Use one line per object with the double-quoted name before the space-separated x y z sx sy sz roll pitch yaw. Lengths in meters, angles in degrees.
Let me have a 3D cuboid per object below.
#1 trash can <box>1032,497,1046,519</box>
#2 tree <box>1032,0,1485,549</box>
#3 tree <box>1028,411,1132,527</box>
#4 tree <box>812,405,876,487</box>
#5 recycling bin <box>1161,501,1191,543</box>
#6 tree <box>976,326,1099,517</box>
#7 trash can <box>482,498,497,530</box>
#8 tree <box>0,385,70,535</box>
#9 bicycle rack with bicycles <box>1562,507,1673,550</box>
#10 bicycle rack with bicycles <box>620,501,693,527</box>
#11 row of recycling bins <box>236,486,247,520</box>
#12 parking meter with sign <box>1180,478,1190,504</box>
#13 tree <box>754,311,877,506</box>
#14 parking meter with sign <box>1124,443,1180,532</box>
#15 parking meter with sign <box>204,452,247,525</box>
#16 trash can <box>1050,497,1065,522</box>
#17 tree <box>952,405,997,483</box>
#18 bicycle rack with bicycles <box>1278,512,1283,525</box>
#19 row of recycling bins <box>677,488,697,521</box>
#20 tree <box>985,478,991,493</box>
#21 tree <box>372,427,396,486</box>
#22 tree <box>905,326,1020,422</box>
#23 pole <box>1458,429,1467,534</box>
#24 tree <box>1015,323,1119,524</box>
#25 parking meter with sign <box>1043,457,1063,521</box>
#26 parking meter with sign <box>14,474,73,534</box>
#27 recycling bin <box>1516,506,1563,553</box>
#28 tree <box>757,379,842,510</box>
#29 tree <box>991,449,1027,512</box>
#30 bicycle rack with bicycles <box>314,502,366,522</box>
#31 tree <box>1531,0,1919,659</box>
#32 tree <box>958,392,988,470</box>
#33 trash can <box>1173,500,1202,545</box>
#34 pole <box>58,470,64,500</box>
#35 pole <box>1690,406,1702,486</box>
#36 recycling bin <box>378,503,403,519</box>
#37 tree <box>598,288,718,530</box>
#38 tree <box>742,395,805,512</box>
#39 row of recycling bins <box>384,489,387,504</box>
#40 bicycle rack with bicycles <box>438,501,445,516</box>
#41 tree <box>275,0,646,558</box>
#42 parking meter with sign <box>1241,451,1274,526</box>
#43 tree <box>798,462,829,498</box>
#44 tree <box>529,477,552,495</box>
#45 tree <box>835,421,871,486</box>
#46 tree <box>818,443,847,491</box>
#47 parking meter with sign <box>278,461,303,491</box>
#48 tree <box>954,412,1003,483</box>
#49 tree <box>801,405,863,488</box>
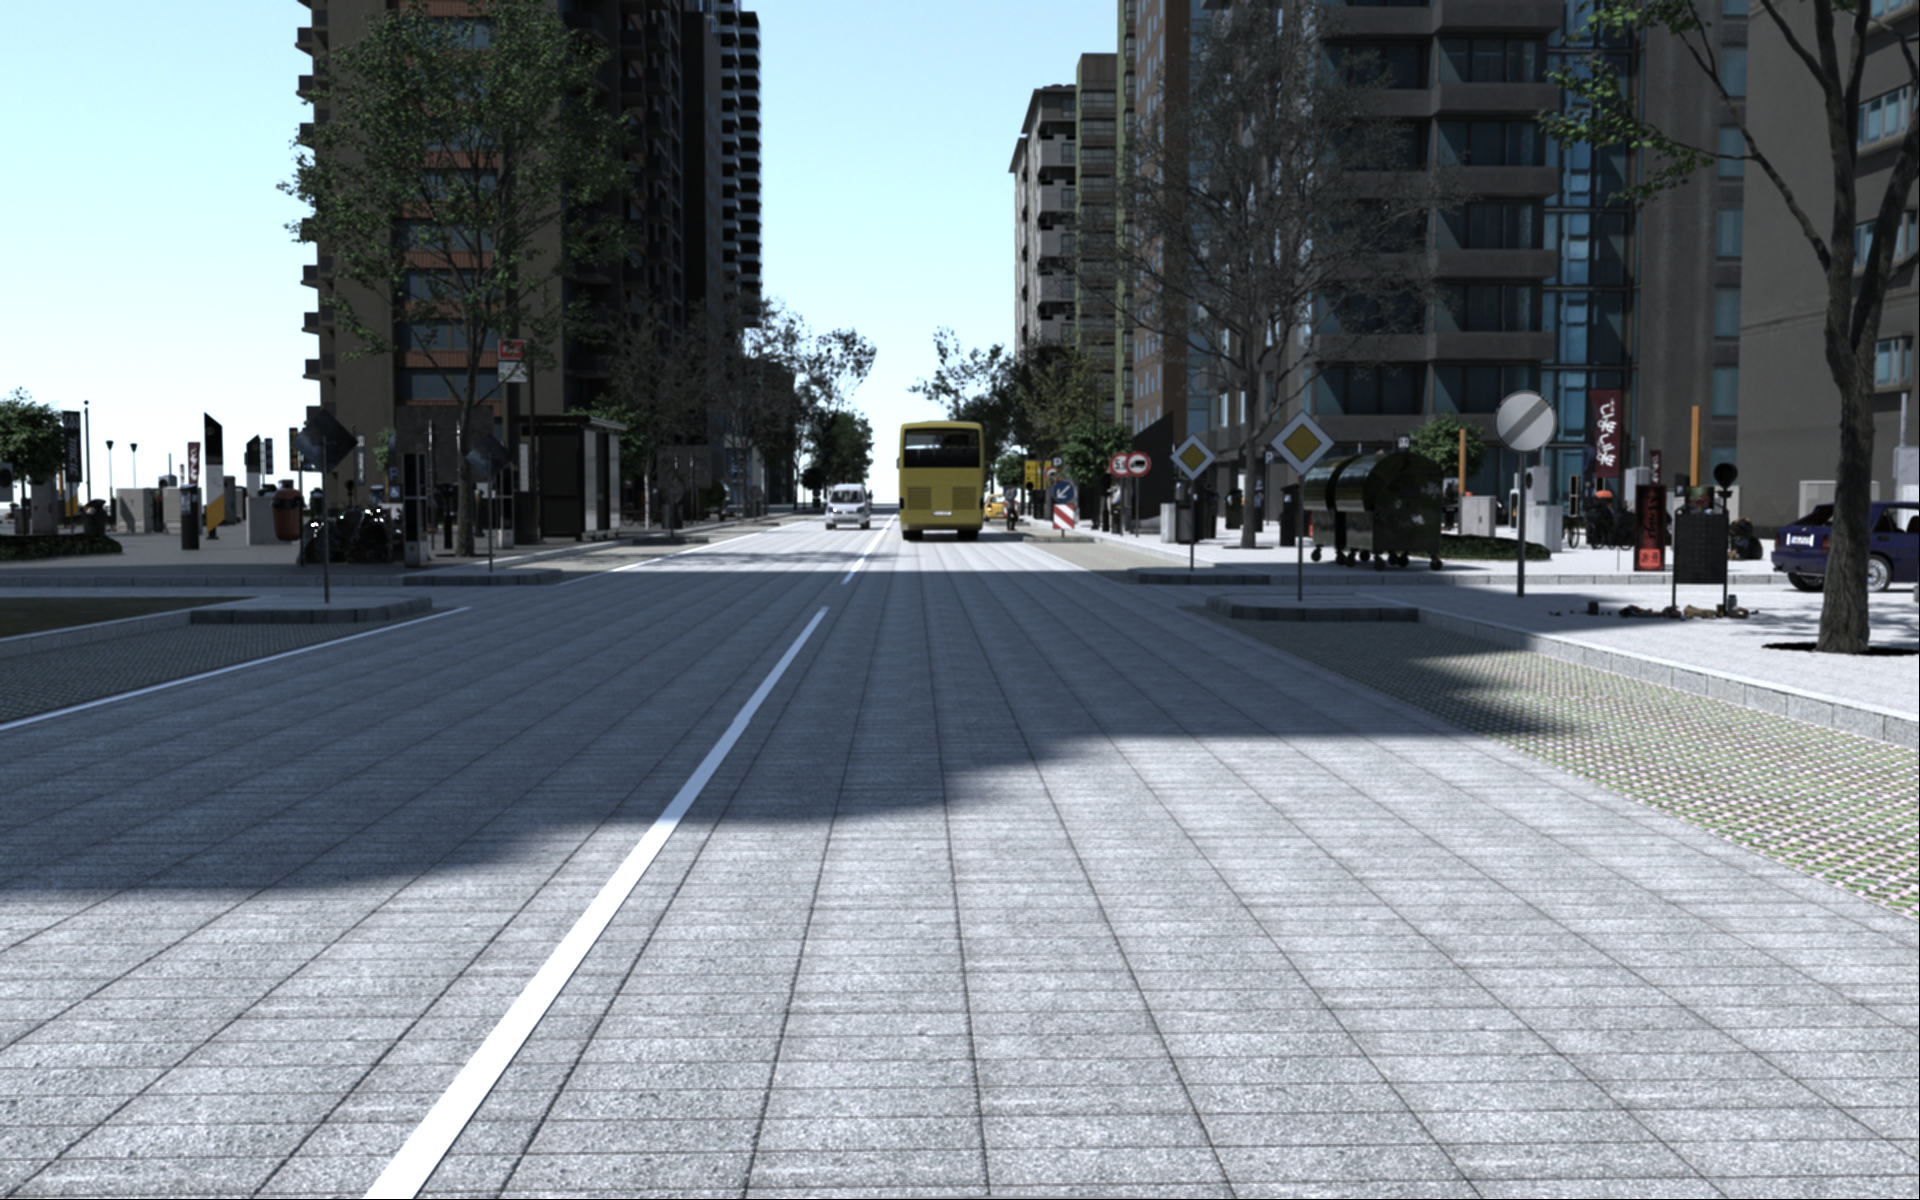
"trash can" 4.019 -4.664 87.906 0.748 1.137 0.748 0 3 0
"tree" 6.921 -7.945 40.270 12.009 13.543 11.850 0 3 0
"tree" 5.474 -5.177 68.356 4.285 4.588 4.351 0 3 0
"tree" -16.883 -20.940 249.030 9.857 13.997 8.962 0 3 0
"recycling bin" 5.694 -2.014 45.478 0.722 1.027 0.722 0 4 -7
"tree" 4.392 -9.958 97.233 8.767 10.594 7.601 3 4 36
"trash can" -17.042 -3.122 62.702 0.748 1.137 0.748 0 3 0
"tree" -28.450 -4.198 52.352 4.285 4.588 4.351 0 3 0
"bicycle rack with bicycles" 15.368 -1.658 40.497 2.852 0.926 2.925 0 4 4
"bicycle rack with bicycles" -12.501 -3.415 69.209 2.925 0.926 2.852 2 4 33
"row of recycling bins" -36.103 -4.817 85.874 1.069 1.692 3.534 0 4 -4
"parking meter with sign" 10.307 -5.104 79.717 0.543 3.016 1.738 3 5 44
"tree" -15.223 -19.837 180.229 12.611 20.169 13.585 0 3 0
"parking meter with sign" 6.526 -3.862 59.407 1.738 3.016 0.543 -1 4 -12
"parking meter with sign" -30.511 -4.632 71.997 1.738 3.016 0.543 -1 4 -13
"trash can" 4.329 -3.954 76.293 0.748 1.137 0.748 0 3 0
"tree" 1.570 -18.179 215.361 7.486 12.596 7.792 0 3 0
"bicycle rack with bicycles" 13.028 -3.102 64.101 2.925 0.926 2.852 3 5 40
"row of recycling bins" -13.370 -4.734 84.514 1.069 1.692 3.534 0 4 3
"tree" 2.416 -11.149 176.892 1.663 3.219 1.824 0 3 0
"tree" -23.251 -5.495 73.565 4.285 4.588 4.351 0 3 0
"tree" -0.271 -20.840 196.618 12.611 20.169 13.585 0 3 0
"pole" 15.770 -3.702 54.370 0.158 3.312 0.155 0 3 0
"tree" 4.747 -7.549 73.787 4.737 8.622 4.395 0 3 0
"parking meter with sign" 4.419 -5.321 83.258 0.543 3.016 1.738 -1 4 -14
"parking meter with sign" -29.402 -3.627 55.567 1.738 3.016 0.543 0 4 -8
"recycling bin" 12.665 -1.547 37.856 0.722 1.027 0.722 -3 4 -38
"tree" -13.045 -12.586 140.188 7.601 10.594 8.767 0 4 8
"tree" 3.828 -8.686 125.721 4.285 4.588 4.351 0 3 0
"bicycle rack with bicycles" -27.448 -3.918 77.443 2.925 0.926 2.852 -3 5 -43
"tree" 7.149 -5.370 13.561 9.928 11.665 9.643 0 3 0
"tree" 3.149 -14.673 165.654 9.928 11.665 9.643 0 3 0
"trash can" 5.802 -1.992 44.218 0.748 1.137 0.748 0 3 0
"pole" -42.519 -5.388 81.935 0.158 3.312 0.155 0 3 0
"pole" 17.079 -2.837 40.236 0.158 3.312 0.155 0 3 0
"recycling bin" -15.033 -2.058 46.206 0.722 1.027 0.722 0 4 4
"tree" -11.134 -6.844 62.254 4.360 8.622 3.978 0 3 0
"tree" -13.242 -10.434 120.960 4.737 8.622 4.395 0 3 0
"row of recycling bins" -31.776 -5.607 98.784 1.069 1.692 3.534 0 4 5
"bicycle rack with bicycles" -27.426 -4.637 89.189 2.852 0.926 2.925 2 4 33
"tree" -9.984 -6.689 35.116 9.928 11.665 9.643 0 3 0
"parking meter with sign" 12.016 -4.564 70.890 0.543 3.016 1.738 -2 4 -35
"tree" -14.469 -11.509 171.880 4.285 4.588 4.351 0 3 0
"tree" -18.546 -5.131 78.492 1.663 3.219 1.824 0 3 0
"tree" -17.337 -21.006 261.579 7.486 12.596 7.792 0 3 0
"tree" -16.339 -16.768 224.513 4.360 8.622 3.978 0 3 0
"parking meter with sign" -35.121 -5.745 90.191 0.543 3.016 1.738 2 4 34
"tree" 1.006 -19.164 230.339 9.611 12.733 9.660 0 3 0
"tree" -14.928 -16.906 202.167 9.928 11.665 9.643 0 3 0
